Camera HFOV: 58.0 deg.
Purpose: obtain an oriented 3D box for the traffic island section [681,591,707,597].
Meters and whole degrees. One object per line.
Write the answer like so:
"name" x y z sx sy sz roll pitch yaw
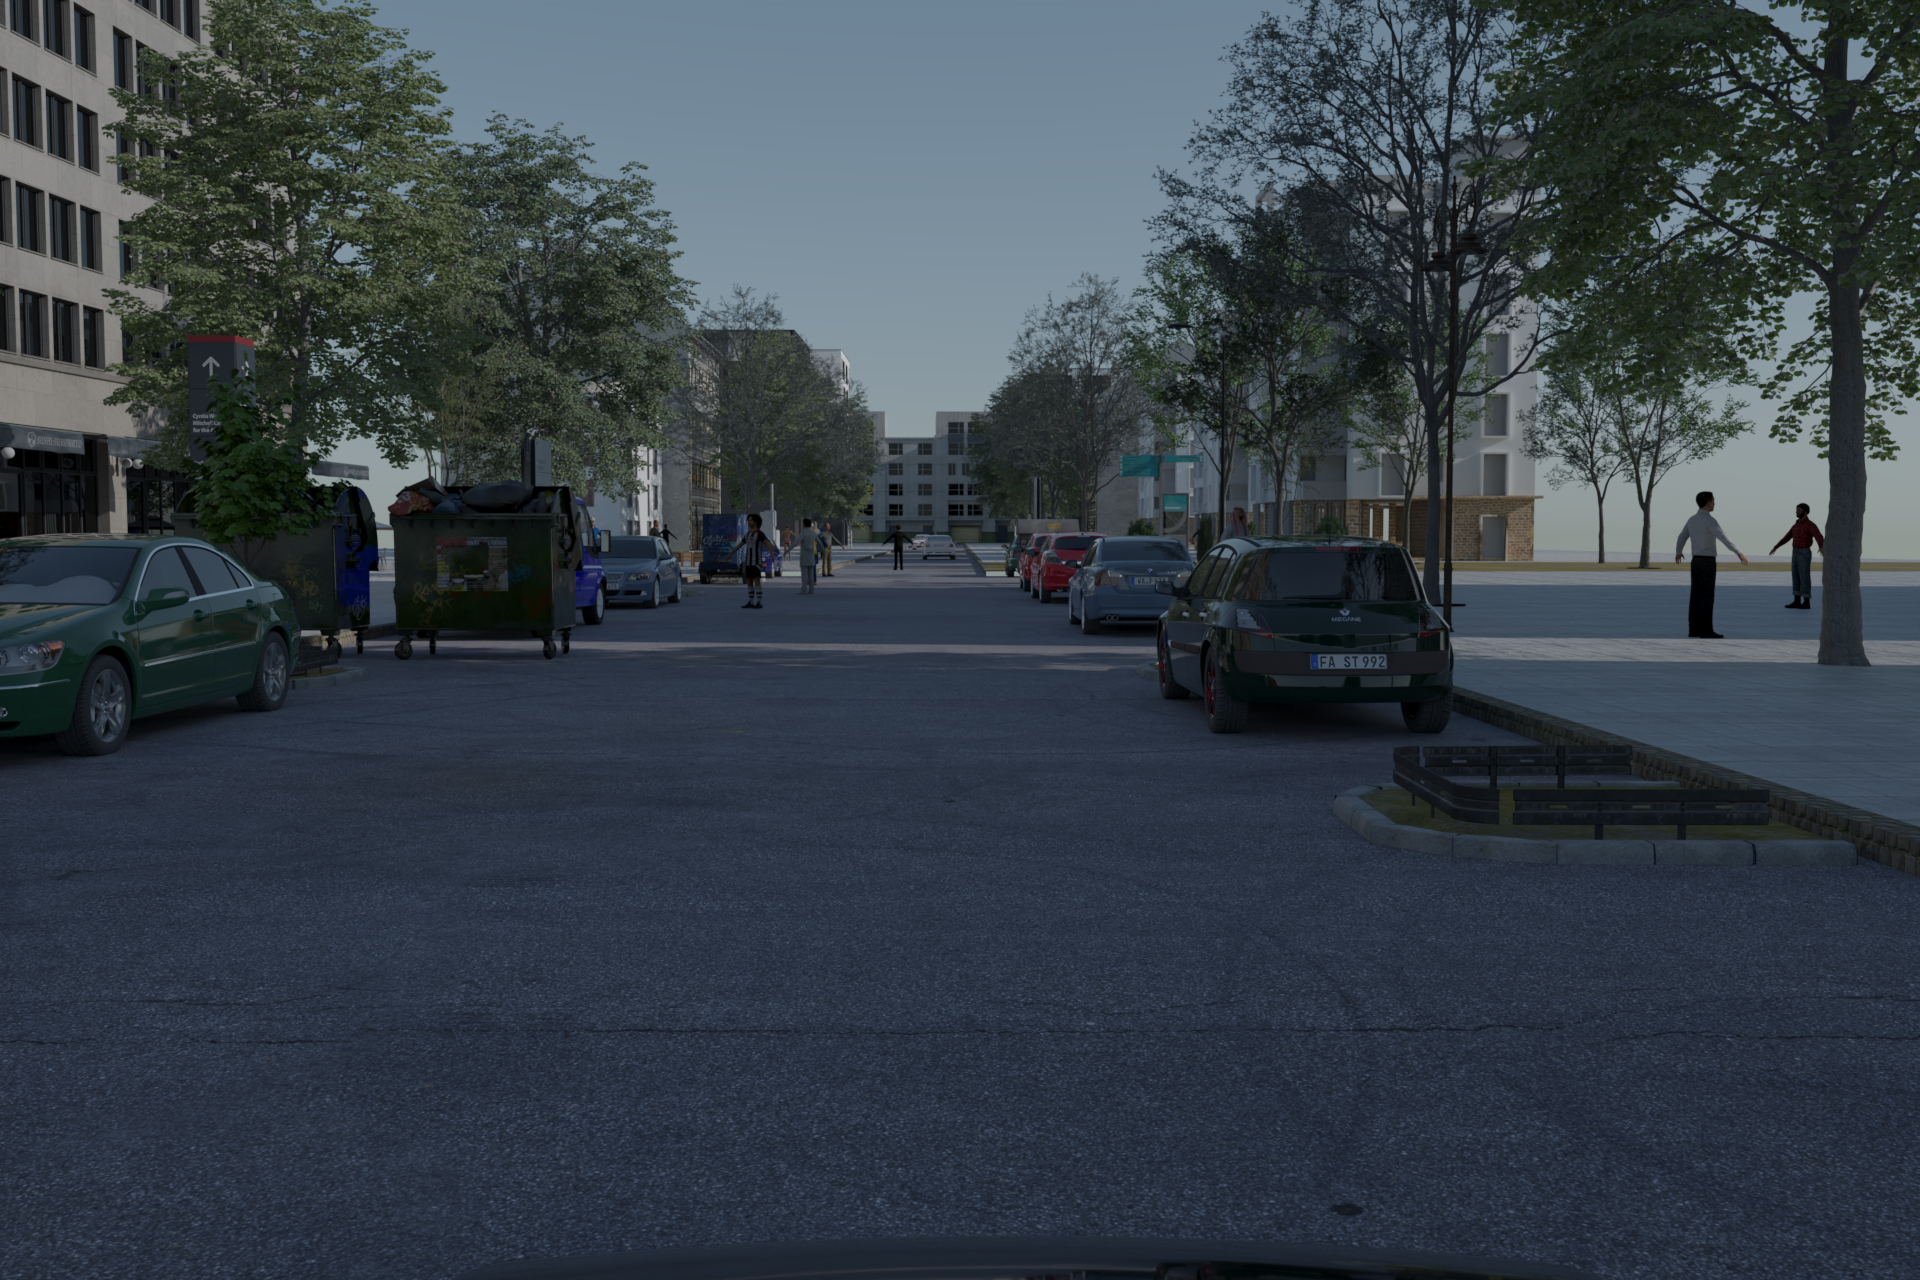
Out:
"traffic island section" -6.941 -1.058 40.169 1.991 0.108 1.994 0 3 0

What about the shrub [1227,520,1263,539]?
"shrub" 11.605 -4.063 70.852 1.690 2.028 1.600 0 3 0

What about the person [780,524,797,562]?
"person" -8.070 -4.527 80.815 1.217 1.733 0.721 -1 4 -11

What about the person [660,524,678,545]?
"person" -16.188 -5.468 95.329 1.347 1.837 0.705 1 4 11

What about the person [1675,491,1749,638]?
"person" 9.223 -0.934 21.421 0.704 1.810 1.344 -1 4 -12

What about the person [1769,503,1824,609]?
"person" 14.395 -1.442 29.679 0.704 1.816 1.345 -1 4 -11

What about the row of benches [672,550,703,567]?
"row of benches" -10.065 -3.220 68.115 4.104 0.672 1.422 0 4 -6

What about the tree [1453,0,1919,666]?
"tree" 8.310 -6.015 16.466 7.486 12.596 7.792 0 3 0

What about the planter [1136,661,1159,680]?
"planter" 2.817 0.217 17.588 1.991 0.319 1.994 0 4 1

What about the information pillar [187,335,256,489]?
"information pillar" -9.735 -2.052 22.936 0.750 3.857 0.750 0 4 -1

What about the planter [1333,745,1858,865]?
"planter" 2.904 0.774 8.492 1.991 0.319 1.994 0 4 1

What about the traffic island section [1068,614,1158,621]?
"traffic island section" 2.852 -0.403 29.455 1.991 0.108 1.994 0 4 0

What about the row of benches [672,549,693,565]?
"row of benches" -12.704 -3.477 72.305 4.104 0.672 1.422 3 4 37

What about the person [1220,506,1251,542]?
"person" 5.302 -1.638 32.926 1.347 1.811 0.704 -3 5 -44

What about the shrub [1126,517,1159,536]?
"shrub" 7.338 -4.006 69.925 1.690 2.028 1.600 0 3 0

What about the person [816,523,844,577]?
"person" -4.462 -3.031 58.287 1.348 1.796 0.705 -3 5 -44

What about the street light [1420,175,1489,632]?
"street light" 6.379 -3.041 22.509 0.468 5.910 1.993 0 3 0

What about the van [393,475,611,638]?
"van" -6.600 -1.298 25.613 2.240 2.365 5.245 0 3 0

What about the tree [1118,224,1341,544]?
"tree" 8.760 -8.015 56.799 9.928 11.665 9.643 0 3 0

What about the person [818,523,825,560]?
"person" -6.928 -4.928 86.703 0.704 1.817 1.347 -2 4 -29

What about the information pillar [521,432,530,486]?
"information pillar" -9.945 -2.957 39.703 0.183 3.616 0.504 0 4 0

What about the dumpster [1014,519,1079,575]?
"dumpster" 2.533 -2.573 50.292 1.865 1.857 1.264 0 4 -1

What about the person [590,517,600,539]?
"person" -12.150 -3.142 57.248 1.347 1.842 0.705 -3 4 -37

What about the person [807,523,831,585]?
"person" -4.200 -2.418 48.459 1.216 1.772 0.721 0 4 4

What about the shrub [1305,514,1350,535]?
"shrub" 13.359 -3.590 62.743 1.661 2.075 1.752 0 3 0

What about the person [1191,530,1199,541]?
"person" 13.281 -5.447 95.195 1.346 1.812 0.704 -1 4 -20

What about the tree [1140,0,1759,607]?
"tree" 8.388 -7.336 30.321 12.009 13.543 11.850 0 3 0

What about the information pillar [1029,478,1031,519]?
"information pillar" 2.919 -4.959 72.436 0.183 3.616 0.504 0 4 0

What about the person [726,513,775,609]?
"person" -3.984 -1.511 33.299 1.345 1.843 0.704 3 5 42

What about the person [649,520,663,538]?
"person" -11.156 -3.514 63.677 0.704 1.802 1.346 1 4 13

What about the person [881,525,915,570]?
"person" -2.446 -3.675 68.730 1.347 1.806 0.705 -1 4 -13

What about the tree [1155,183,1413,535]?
"tree" 8.641 -6.782 45.306 7.601 10.594 8.767 -2 4 -30

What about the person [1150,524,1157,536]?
"person" 9.509 -4.962 87.094 1.349 1.833 0.705 -3 5 -41

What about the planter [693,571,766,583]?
"planter" -6.909 -1.900 52.208 1.991 0.319 1.994 0 3 0

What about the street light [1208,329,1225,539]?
"street light" 6.353 -4.022 38.303 1.470 5.913 1.316 0 4 -1

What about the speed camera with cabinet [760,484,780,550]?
"speed camera with cabinet" -7.585 -4.564 68.950 0.660 3.252 2.038 0 4 0

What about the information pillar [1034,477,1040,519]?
"information pillar" 3.189 -4.918 71.724 0.184 3.620 1.656 0 4 -1

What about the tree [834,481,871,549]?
"tree" -9.654 -12.397 153.058 4.737 8.622 4.395 0 3 0

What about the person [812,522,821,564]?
"person" -6.223 -4.145 73.903 0.705 1.813 1.348 2 4 29

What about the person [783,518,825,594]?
"person" -3.682 -2.006 41.449 0.705 1.806 1.347 3 5 40

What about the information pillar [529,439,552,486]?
"information pillar" -10.539 -3.196 43.572 0.184 3.620 1.656 0 3 0

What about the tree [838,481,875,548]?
"tree" -10.101 -12.749 158.807 4.737 8.622 4.395 0 3 0

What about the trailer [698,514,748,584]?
"trailer" -6.719 -2.577 49.187 1.471 1.999 3.904 0 4 0
